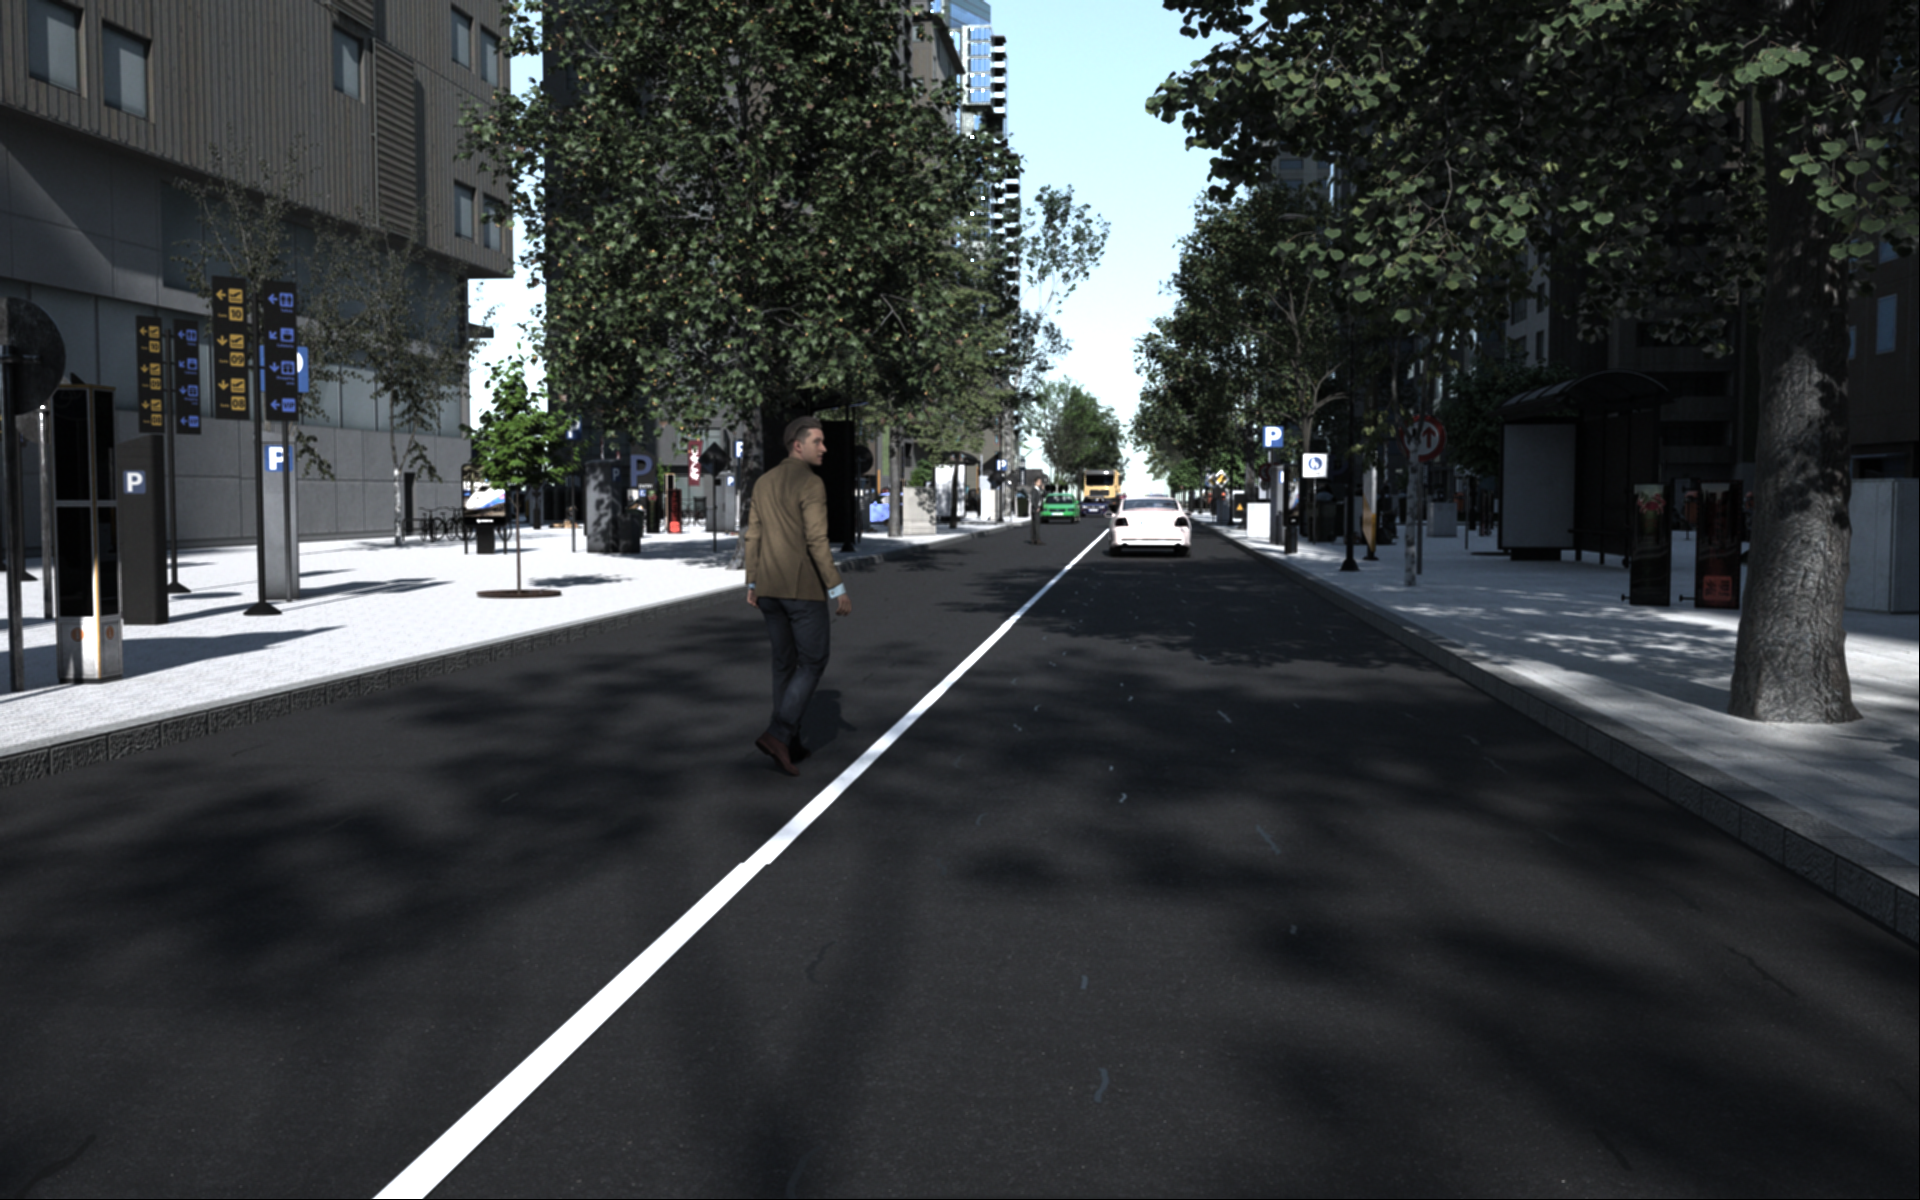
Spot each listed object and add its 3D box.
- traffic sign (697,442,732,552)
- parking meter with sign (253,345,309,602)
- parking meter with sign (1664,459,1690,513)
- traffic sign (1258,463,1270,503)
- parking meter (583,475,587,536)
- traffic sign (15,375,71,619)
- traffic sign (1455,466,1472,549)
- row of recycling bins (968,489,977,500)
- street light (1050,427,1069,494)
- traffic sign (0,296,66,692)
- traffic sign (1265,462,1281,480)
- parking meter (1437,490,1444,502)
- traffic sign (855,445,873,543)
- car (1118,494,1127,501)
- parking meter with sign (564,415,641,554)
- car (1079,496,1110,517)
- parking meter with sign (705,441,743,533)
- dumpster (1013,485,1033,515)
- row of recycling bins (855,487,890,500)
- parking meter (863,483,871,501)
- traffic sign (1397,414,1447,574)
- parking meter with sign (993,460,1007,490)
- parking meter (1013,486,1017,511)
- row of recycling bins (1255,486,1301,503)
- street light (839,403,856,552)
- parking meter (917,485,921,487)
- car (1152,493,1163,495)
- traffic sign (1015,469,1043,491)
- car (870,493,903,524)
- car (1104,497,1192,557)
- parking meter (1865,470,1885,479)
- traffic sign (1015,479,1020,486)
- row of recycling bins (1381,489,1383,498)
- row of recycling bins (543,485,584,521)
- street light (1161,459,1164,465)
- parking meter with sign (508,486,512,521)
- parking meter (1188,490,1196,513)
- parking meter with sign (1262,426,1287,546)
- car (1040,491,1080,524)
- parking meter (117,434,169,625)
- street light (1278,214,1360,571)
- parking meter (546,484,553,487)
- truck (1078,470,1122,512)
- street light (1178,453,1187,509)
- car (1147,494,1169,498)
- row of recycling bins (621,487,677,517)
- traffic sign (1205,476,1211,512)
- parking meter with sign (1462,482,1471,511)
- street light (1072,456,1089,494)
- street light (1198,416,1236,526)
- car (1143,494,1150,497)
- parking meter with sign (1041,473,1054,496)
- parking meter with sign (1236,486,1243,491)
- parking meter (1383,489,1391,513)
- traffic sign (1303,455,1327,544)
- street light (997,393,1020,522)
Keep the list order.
[{"bbox_3d":[-5.423,-2.269,38.278,0.795,2.450,0.064,0,4,8],"label":"traffic sign"},{"bbox_3d":[-8.337,-1.523,21.169,0.543,3.016,1.738,-2,4,-28],"label":"parking meter with sign"},{"bbox_3d":[36.096,-5.519,86.499,1.738,3.016,0.543,1,4,21],"label":"parking meter with sign"},{"bbox_3d":[12.540,-4.314,70.632,0.768,2.556,0.104,0,4,7],"label":"traffic sign"},{"bbox_3d":[-11.343,-2.905,53.213,0.255,1.863,0.399,3,5,43],"label":"parking meter"},{"bbox_3d":[-9.344,-1.075,17.681,0.768,2.556,0.104,0,4,8],"label":"traffic sign"},{"bbox_3d":[11.777,-2.329,40.206,0.606,2.300,0.079,1,4,12],"label":"traffic sign"},{"bbox_3d":[1.119,-8.186,140.952,1.069,1.692,3.534,0,4,2],"label":"row of recycling bins"},{"bbox_3d":[6.861,-9.051,120.519,1.470,5.913,1.316,0,4,6],"label":"street light"},{"bbox_3d":[-6.132,-0.678,11.190,0.768,2.556,0.104,0,4,8],"label":"traffic sign"},{"bbox_3d":[12.644,-4.249,69.581,0.768,2.556,0.104,1,4,12],"label":"traffic sign"},{"bbox_3d":[27.560,-5.560,99.322,0.372,1.533,0.369,0,3,0],"label":"parking meter"},{"bbox_3d":[-2.635,-2.748,45.034,0.768,2.556,0.104,1,4,10],"label":"traffic sign"},{"bbox_3d":[29.069,-18.483,311.228,2.155,1.783,4.494,0,4,5],"label":"car"},{"bbox_3d":[-7.764,-2.536,37.720,1.738,3.016,0.543,2,4,25],"label":"parking meter with sign"},{"bbox_3d":[8.455,-5.899,109.031,1.945,1.354,3.894,0,4,6],"label":"car"},{"bbox_3d":[-7.834,-3.755,57.657,1.738,3.016,0.543,3,5,43],"label":"parking meter with sign"},{"bbox_3d":[3.972,-6.250,107.945,1.264,1.857,1.865,0,4,6],"label":"dumpster"},{"bbox_3d":[-4.826,-5.842,102.637,3.534,1.692,1.069,0,4,0],"label":"row of recycling bins"},{"bbox_3d":[-4.853,-5.192,90.595,0.399,1.863,0.255,1,4,8],"label":"parking meter"},{"bbox_3d":[7.335,-1.681,27.592,0.768,2.556,0.104,1,4,11],"label":"traffic sign"},{"bbox_3d":[1.963,-5.655,88.719,0.543,3.016,1.738,-1,4,-10],"label":"parking meter with sign"},{"bbox_3d":[3.677,-6.504,112.047,0.399,1.863,0.255,3,5,43],"label":"parking meter"},{"bbox_3d":[16.867,-5.253,93.004,3.534,1.692,1.069,-2,4,-31],"label":"row of recycling bins"},{"bbox_3d":[-1.953,-4.015,38.181,1.470,5.913,1.316,0,4,6],"label":"street light"},{"bbox_3d":[-2.788,-6.781,116.585,0.255,1.863,0.399,0,4,8],"label":"parking meter"},{"bbox_3d":[22.245,-11.384,195.165,2.155,1.783,4.494,0,4,6],"label":"car"},{"bbox_3d":[5.554,-8.914,139.621,2.265,3.308,0.079,0,4,7],"label":"traffic sign"},{"bbox_3d":[-3.218,-4.147,77.392,3.694,1.707,1.945,0,4,4],"label":"car"},{"bbox_3d":[4.455,-1.745,40.892,2.083,1.381,4.827,0,4,5],"label":"car"},{"bbox_3d":[22.014,-2.201,41.704,0.255,1.863,0.399,-2,4,-24],"label":"parking meter"},{"bbox_3d":[4.609,-8.499,139.062,0.768,2.556,0.104,1,4,14],"label":"traffic sign"},{"bbox_3d":[32.994,-7.928,136.733,1.069,1.692,3.534,0,4,5],"label":"row of recycling bins"},{"bbox_3d":[-18.726,-4.650,83.147,3.534,1.692,1.069,2,4,35],"label":"row of recycling bins"},{"bbox_3d":[27.464,-15.705,229.313,1.470,5.913,1.316,0,4,6],"label":"street light"},{"bbox_3d":[-21.966,-5.205,81.369,1.738,3.016,0.543,0,4,3],"label":"parking meter with sign"},{"bbox_3d":[15.806,-6.735,118.531,0.372,1.533,0.369,0,3,0],"label":"parking meter"},{"bbox_3d":[8.081,-2.897,43.633,0.543,3.016,1.738,0,4,-5],"label":"parking meter with sign"},{"bbox_3d":[4.923,-4.673,85.198,1.959,1.807,4.718,0,4,7],"label":"car"},{"bbox_3d":[-8.046,-0.692,17.028,0.399,1.863,0.255,0,4,5],"label":"parking meter"},{"bbox_3d":[5.976,-3.443,28.839,1.470,5.913,1.316,0,4,6],"label":"street light"},{"bbox_3d":[-28.297,-6.957,119.454,0.255,1.863,0.399,1,4,11],"label":"parking meter"},{"bbox_3d":[11.449,-8.770,139.309,3.469,3.379,9.791,0,4,8],"label":"truck"},{"bbox_3d":[14.875,-8.471,111.045,1.470,5.913,1.316,0,4,6],"label":"street light"},{"bbox_3d":[12.094,-5.750,106.022,2.014,1.417,4.499,0,4,5],"label":"car"},{"bbox_3d":[-17.090,-5.375,94.990,3.534,1.692,1.069,1,4,10],"label":"row of recycling bins"},{"bbox_3d":[17.424,-7.372,120.637,0.768,2.556,0.104,1,4,12],"label":"traffic sign"},{"bbox_3d":[32.662,-7.102,112.377,0.543,3.016,1.738,-1,4,-14],"label":"parking meter with sign"},{"bbox_3d":[10.623,-11.185,155.411,1.470,5.913,1.316,0,4,6],"label":"street light"},{"bbox_3d":[10.443,-5.963,70.040,1.470,5.913,1.316,0,4,6],"label":"street light"},{"bbox_3d":[33.523,-18.236,308.384,2.015,1.641,3.980,0,4,8],"label":"car"},{"bbox_3d":[7.439,-9.042,144.104,1.738,3.016,0.543,3,4,37],"label":"parking meter with sign"},{"bbox_3d":[18.957,-7.453,118.109,1.738,3.016,0.543,0,4,-1],"label":"parking meter with sign"},{"bbox_3d":[22.169,-4.988,89.968,0.372,1.533,0.369,0,3,0],"label":"parking meter"},{"bbox_3d":[9.013,-2.563,44.027,0.606,2.300,0.079,1,4,12],"label":"traffic sign"},{"bbox_3d":[2.409,-6.529,79.294,1.470,5.913,1.316,0,4,6],"label":"street light"}]
